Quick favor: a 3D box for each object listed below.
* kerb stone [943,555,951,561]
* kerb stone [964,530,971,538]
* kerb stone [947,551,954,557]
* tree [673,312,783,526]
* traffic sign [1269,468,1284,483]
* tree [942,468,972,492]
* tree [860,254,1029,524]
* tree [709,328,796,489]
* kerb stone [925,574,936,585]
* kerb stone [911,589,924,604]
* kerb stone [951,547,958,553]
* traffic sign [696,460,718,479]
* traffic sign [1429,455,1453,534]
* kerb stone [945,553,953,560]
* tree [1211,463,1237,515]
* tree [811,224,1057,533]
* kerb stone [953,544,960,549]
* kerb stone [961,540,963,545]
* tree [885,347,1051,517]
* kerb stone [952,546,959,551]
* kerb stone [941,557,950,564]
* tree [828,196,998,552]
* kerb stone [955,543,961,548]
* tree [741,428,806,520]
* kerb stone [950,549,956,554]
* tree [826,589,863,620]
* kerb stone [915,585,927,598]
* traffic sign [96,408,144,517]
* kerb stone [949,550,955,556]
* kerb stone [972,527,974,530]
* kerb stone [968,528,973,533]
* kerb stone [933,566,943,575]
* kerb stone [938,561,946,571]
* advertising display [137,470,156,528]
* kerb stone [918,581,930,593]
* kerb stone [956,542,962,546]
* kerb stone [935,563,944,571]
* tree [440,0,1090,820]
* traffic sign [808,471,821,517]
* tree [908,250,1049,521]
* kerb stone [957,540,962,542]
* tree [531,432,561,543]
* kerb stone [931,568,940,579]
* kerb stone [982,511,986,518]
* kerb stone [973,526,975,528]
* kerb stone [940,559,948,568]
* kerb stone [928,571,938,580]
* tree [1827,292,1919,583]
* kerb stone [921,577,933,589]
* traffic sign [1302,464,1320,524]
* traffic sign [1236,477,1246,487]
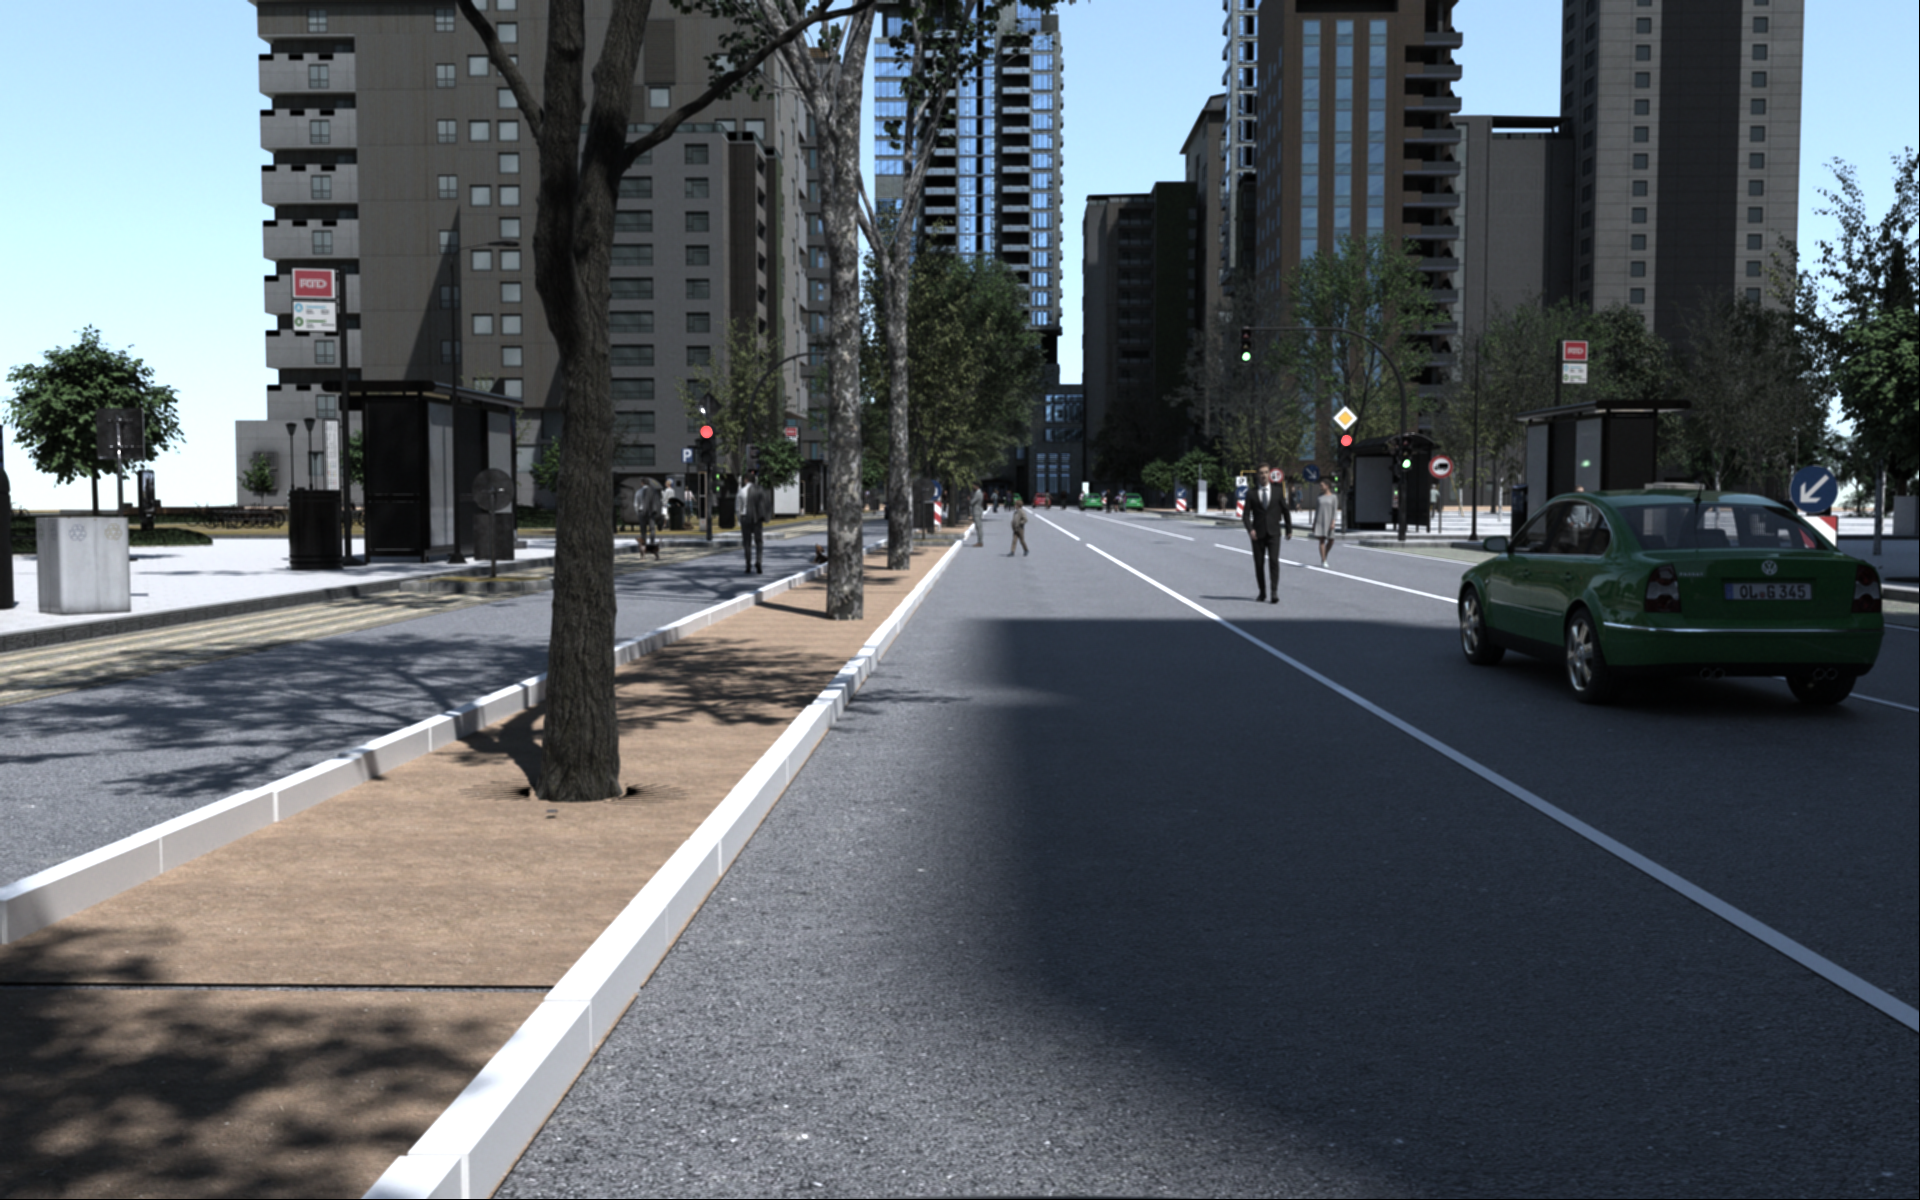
[{"bbox_3d":[-0.306,-0.762,34.650,0.120,0.150,1.000,0,4,1],"label":"kerb stone"},{"bbox_3d":[0.198,-2.109,56.678,0.120,0.150,1.000,0,4,1],"label":"kerb stone"},{"bbox_3d":[-0.257,-0.887,36.698,0.120,0.150,1.000,0,4,1],"label":"kerb stone"},{"bbox_3d":[-9.117,-7.310,69.882,4.737,8.622,4.395,0,3,0],"label":"tree"},{"bbox_3d":[15.397,-5.161,84.486,0.768,2.556,0.104,0,4,2],"label":"traffic sign"},{"bbox_3d":[0.106,-8.929,98.811,4.360,8.622,3.978,0,3,0],"label":"tree"},{"bbox_3d":[-0.404,-9.860,81.790,7.486,12.596,7.792,0,3,0],"label":"tree"},{"bbox_3d":[-9.083,-7.704,76.331,4.360,8.622,3.978,0,3,0],"label":"tree"},{"bbox_3d":[-0.490,-0.261,26.464,0.120,0.150,1.000,0,4,1],"label":"kerb stone"},{"bbox_3d":[-0.586,-0.010,22.364,0.120,0.150,1.000,0,4,1],"label":"kerb stone"},{"bbox_3d":[-0.186,-1.075,39.769,0.120,0.150,1.000,0,4,1],"label":"kerb stone"},{"bbox_3d":[-8.860,-3.703,60.647,0.768,2.556,0.104,0,4,6],"label":"traffic sign"},{"bbox_3d":[15.606,-3.434,56.244,0.768,2.556,0.104,1,4,10],"label":"traffic sign"},{"bbox_3d":[-0.280,-0.822,35.677,0.120,0.150,1.000,0,4,1],"label":"kerb stone"},{"bbox_3d":[16.184,-6.799,105.764,1.663,3.219,1.824,0,3,0],"label":"tree"},{"bbox_3d":[-0.941,-7.422,58.214,8.767,10.594,7.601,0,4,1],"label":"tree"},{"bbox_3d":[-0.144,-1.198,41.824,0.120,0.150,1.000,0,4,1],"label":"kerb stone"},{"bbox_3d":[-0.044,-1.448,45.927,0.120,0.150,1.000,0,4,1],"label":"kerb stone"},{"bbox_3d":[0.528,-11.884,107.129,12.009,13.543,11.850,0,3,0],"label":"tree"},{"bbox_3d":[-0.166,-1.134,40.799,0.120,0.150,1.000,0,4,1],"label":"kerb stone"},{"bbox_3d":[-0.326,-0.699,33.629,0.120,0.150,1.000,0,4,1],"label":"kerb stone"},{"bbox_3d":[-1.193,-5.454,41.995,4.737,8.622,4.395,0,3,0],"label":"tree"},{"bbox_3d":[-0.116,-1.263,42.845,0.120,0.150,1.000,0,4,1],"label":"kerb stone"},{"bbox_3d":[-9.276,-6.234,85.632,4.285,4.588,4.351,0,3,0],"label":"tree"},{"bbox_3d":[-0.210,-1.003,38.742,0.120,0.150,1.000,0,4,1],"label":"kerb stone"},{"bbox_3d":[-2.506,-9.888,20.016,12.611,20.169,13.585,0,3,0],"label":"tree"},{"bbox_3d":[-0.557,-0.070,23.389,0.120,0.150,1.000,0,4,1],"label":"kerb stone"},{"bbox_3d":[-9.988,-1.131,20.617,0.606,2.300,0.079,1,4,8],"label":"traffic sign"},{"bbox_3d":[-0.240,-0.944,37.720,0.120,0.150,1.000,0,4,1],"label":"kerb stone"},{"bbox_3d":[0.342,-2.485,62.822,0.120,0.150,1.000,0,4,1],"label":"kerb stone"},{"bbox_3d":[0.288,-2.360,60.778,0.120,0.150,1.000,0,4,1],"label":"kerb stone"},{"bbox_3d":[-0.418,-0.449,29.535,0.120,0.150,1.000,0,4,1],"label":"kerb stone"},{"bbox_3d":[-0.378,-0.569,31.579,0.120,0.150,1.000,0,4,1],"label":"kerb stone"},{"bbox_3d":[-21.853,-2.528,46.545,0.123,1.923,0.974,0,4,-7],"label":"advertising display"},{"bbox_3d":[-0.545,-0.136,24.417,0.120,0.150,1.000,0,4,1],"label":"kerb stone"},{"bbox_3d":[-0.092,-1.326,43.872,0.120,0.150,1.000,0,4,1],"label":"kerb stone"},{"bbox_3d":[-0.396,-0.511,30.557,0.120,0.150,1.000,0,4,1],"label":"kerb stone"},{"bbox_3d":[-1.688,-4.862,7.704,9.928,11.665,9.643,0,3,0],"label":"tree"},{"bbox_3d":[-8.044,-5.853,95.798,0.768,2.556,0.104,0,4,6],"label":"traffic sign"},{"bbox_3d":[0.118,-11.128,91.057,9.857,13.997,8.962,0,3,0],"label":"tree"},{"bbox_3d":[-0.072,-1.389,44.900,0.120,0.150,1.000,0,4,1],"label":"kerb stone"},{"bbox_3d":[-10.140,-3.142,45.974,1.663,3.219,1.824,0,3,0],"label":"tree"},{"bbox_3d":[-0.451,-0.385,28.514,0.120,0.150,1.000,0,4,1],"label":"kerb stone"},{"bbox_3d":[1.484,-5.554,112.997,0.120,0.150,1.000,0,4,1],"label":"kerb stone"},{"bbox_3d":[0.389,-2.606,64.873,0.120,0.150,1.000,0,4,1],"label":"kerb stone"},{"bbox_3d":[-0.346,-0.636,32.600,0.120,0.150,1.000,0,4,1],"label":"kerb stone"},{"bbox_3d":[-0.470,-0.320,27.486,0.120,0.150,1.000,0,4,1],"label":"kerb stone"},{"bbox_3d":[14.449,-2.544,25.304,4.285,4.588,4.351,0,3,0],"label":"tree"},{"bbox_3d":[-0.519,-0.198,25.438,0.120,0.150,1.000,0,4,1],"label":"kerb stone"},{"bbox_3d":[15.109,-4.556,74.604,0.768,2.556,0.104,0,4,2],"label":"traffic sign"},{"bbox_3d":[16.468,-6.073,101.426,0.606,2.300,0.079,0,4,6],"label":"traffic sign"}]
